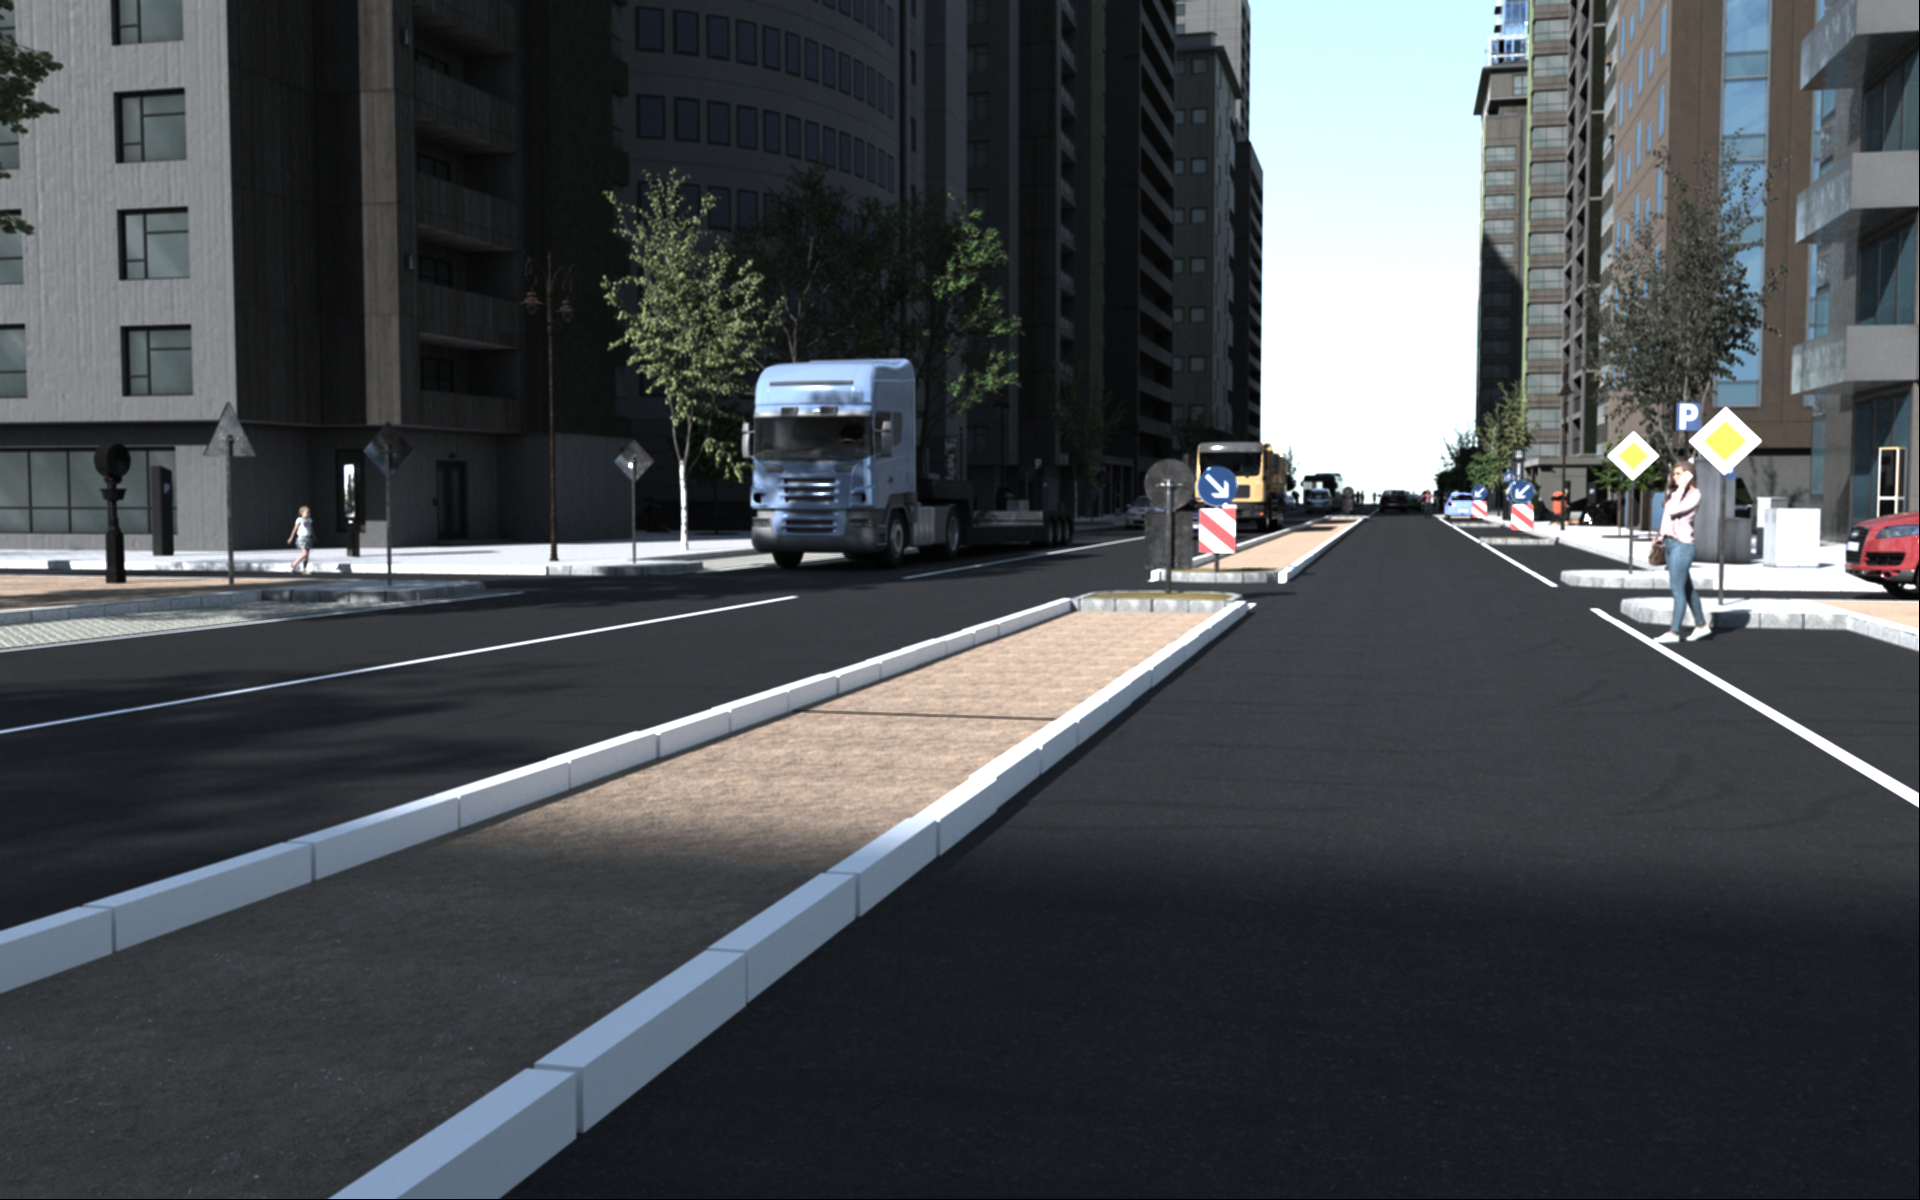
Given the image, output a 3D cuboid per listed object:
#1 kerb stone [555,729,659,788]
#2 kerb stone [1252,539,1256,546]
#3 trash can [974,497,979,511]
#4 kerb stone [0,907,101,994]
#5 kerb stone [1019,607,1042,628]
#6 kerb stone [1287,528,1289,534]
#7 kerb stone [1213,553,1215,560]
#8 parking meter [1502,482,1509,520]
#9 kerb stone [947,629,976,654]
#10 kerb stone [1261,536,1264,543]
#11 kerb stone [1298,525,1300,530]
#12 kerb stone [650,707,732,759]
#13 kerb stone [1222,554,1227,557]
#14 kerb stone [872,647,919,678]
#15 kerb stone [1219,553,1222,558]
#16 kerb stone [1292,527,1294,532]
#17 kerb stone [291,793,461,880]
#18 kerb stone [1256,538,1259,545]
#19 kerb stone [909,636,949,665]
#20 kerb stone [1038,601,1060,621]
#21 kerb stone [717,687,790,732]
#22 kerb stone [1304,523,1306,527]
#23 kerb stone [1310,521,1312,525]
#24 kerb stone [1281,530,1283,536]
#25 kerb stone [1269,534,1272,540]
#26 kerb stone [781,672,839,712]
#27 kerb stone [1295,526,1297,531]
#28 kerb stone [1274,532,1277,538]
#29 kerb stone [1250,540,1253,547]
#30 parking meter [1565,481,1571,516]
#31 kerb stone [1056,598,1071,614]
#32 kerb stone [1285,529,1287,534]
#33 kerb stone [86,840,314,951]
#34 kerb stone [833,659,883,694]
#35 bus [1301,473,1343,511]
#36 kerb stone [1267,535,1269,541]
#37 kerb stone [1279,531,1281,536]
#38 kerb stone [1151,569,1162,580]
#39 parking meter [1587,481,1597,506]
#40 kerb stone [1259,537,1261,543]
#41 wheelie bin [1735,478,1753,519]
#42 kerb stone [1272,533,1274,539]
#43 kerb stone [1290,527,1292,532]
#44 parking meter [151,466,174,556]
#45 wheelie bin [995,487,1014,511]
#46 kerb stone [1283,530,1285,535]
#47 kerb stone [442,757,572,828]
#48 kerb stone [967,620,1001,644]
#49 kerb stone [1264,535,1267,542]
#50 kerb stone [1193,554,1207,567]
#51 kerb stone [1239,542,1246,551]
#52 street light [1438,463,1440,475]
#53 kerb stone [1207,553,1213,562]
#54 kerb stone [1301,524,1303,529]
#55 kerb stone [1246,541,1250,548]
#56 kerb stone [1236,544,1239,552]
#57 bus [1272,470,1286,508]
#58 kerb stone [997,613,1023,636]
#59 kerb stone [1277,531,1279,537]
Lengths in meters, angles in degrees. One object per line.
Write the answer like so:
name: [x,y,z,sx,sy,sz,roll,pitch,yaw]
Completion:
kerb stone: [-1.817,0.816,8.860,0.120,0.150,1.000,1,4,14]
kerb stone: [7.882,-1.525,47.168,0.120,0.150,1.000,1,4,14]
trash can: [0.409,-3.737,72.758,0.748,1.137,0.748,0,3,0]
kerb stone: [-2.805,1.058,4.890,0.120,0.150,1.000,1,4,14]
kerb stone: [0.707,0.208,18.798,0.120,0.150,1.000,1,4,14]
kerb stone: [11.404,-2.377,61.066,0.120,0.150,1.000,1,4,14]
kerb stone: [5.372,-0.917,37.233,0.120,0.150,1.000,1,4,14]
parking meter: [26.704,-4.833,84.733,0.255,1.863,0.399,1,4,9]
kerb stone: [-0.055,0.398,15.824,0.120,0.150,1.000,1,4,14]
kerb stone: [8.636,-1.710,50.152,0.120,0.150,1.000,1,4,14]
kerb stone: [13.160,-2.801,68.034,0.120,0.150,1.000,1,4,14]
kerb stone: [-1.555,0.760,9.853,0.120,0.150,1.000,1,4,14]
kerb stone: [5.877,-1.038,39.220,0.120,0.150,1.000,1,4,14]
kerb stone: [-0.543,0.512,13.828,0.120,0.150,1.000,1,4,14]
kerb stone: [5.620,-0.980,38.225,0.120,0.150,1.000,1,4,14]
kerb stone: [12.154,-2.558,64.047,0.120,0.150,1.000,1,4,14]
kerb stone: [-2.308,0.937,6.875,0.120,0.150,1.000,1,4,14]
kerb stone: [8.137,-1.585,48.165,0.120,0.150,1.000,1,4,14]
kerb stone: [-0.304,0.450,14.832,0.120,0.150,1.000,1,4,14]
kerb stone: [0.956,0.149,19.802,0.120,0.150,1.000,1,4,14]
kerb stone: [-1.306,0.694,10.844,0.120,0.150,1.000,1,4,14]
kerb stone: [14.175,-3.047,72.011,0.120,0.150,1.000,1,4,14]
kerb stone: [15.430,-3.349,76.973,0.120,0.150,1.000,1,4,14]
kerb stone: [10.645,-2.196,58.092,0.120,0.150,1.000,1,4,14]
kerb stone: [9.392,-1.892,53.130,0.120,0.150,1.000,1,4,14]
kerb stone: [-1.058,0.634,11.837,0.120,0.150,1.000,1,4,14]
kerb stone: [12.661,-2.681,66.037,0.120,0.150,1.000,1,4,14]
kerb stone: [9.900,-2.013,55.114,0.120,0.150,1.000,1,4,14]
kerb stone: [7.637,-1.464,46.175,0.120,0.150,1.000,1,4,14]
parking meter: [26.335,-4.253,75.253,0.255,1.863,0.399,2,4,34]
kerb stone: [1.204,0.086,20.794,0.120,0.150,1.000,1,4,14]
kerb stone: [11.148,-2.317,60.077,0.120,0.150,1.000,1,4,14]
kerb stone: [-2.560,0.998,5.882,0.120,0.150,1.000,1,4,14]
kerb stone: [-0.795,0.577,12.836,0.120,0.150,1.000,1,4,14]
bus: [30.837,-9.298,146.881,2.948,3.499,13.247,1,4,16]
kerb stone: [9.142,-1.831,52.139,0.120,0.150,1.000,1,4,14]
kerb stone: [10.397,-2.133,57.100,0.120,0.150,1.000,1,4,14]
kerb stone: [3.364,-0.432,29.282,0.120,0.150,1.000,1,4,14]
parking meter: [27.482,-4.258,75.334,0.399,1.863,0.255,2,4,28]
kerb stone: [8.386,-1.649,49.161,0.120,0.150,1.000,1,4,14]
wheelie bin: [15.056,-1.599,34.046,0.980,1.594,0.693,-1,4,-16]
kerb stone: [9.645,-1.953,54.124,0.120,0.150,1.000,1,4,14]
kerb stone: [11.909,-2.499,63.051,0.120,0.150,1.000,1,4,14]
parking meter: [-16.623,-1.859,36.103,0.255,1.863,0.399,1,4,12]
wheelie bin: [2.077,-4.505,81.566,0.980,1.594,0.693,2,4,25]
kerb stone: [10.894,-2.256,59.083,0.120,0.150,1.000,1,4,14]
kerb stone: [-2.063,0.878,7.868,0.120,0.150,1.000,1,4,14]
kerb stone: [0.201,0.329,16.817,0.120,0.150,1.000,1,4,14]
kerb stone: [8.893,-1.771,51.147,0.120,0.150,1.000,1,4,14]
kerb stone: [4.864,-0.798,35.244,0.120,0.150,1.000,1,4,14]
kerb stone: [7.136,-1.345,44.190,0.120,0.150,1.000,1,4,14]
street light: [70.299,-17.226,254.433,0.468,5.910,1.993,1,4,14]
kerb stone: [5.130,-0.859,36.240,0.120,0.150,1.000,1,4,14]
kerb stone: [13.665,-2.925,70.023,0.120,0.150,1.000,1,4,14]
kerb stone: [7.388,-1.406,45.184,0.120,0.150,1.000,1,4,14]
kerb stone: [6.637,-1.223,42.194,0.120,0.150,1.000,1,4,14]
bus: [24.191,-8.920,137.392,2.896,3.916,12.252,1,4,15]
kerb stone: [0.460,0.268,17.806,0.120,0.150,1.000,1,4,14]
kerb stone: [10.148,-2.074,56.109,0.120,0.150,1.000,1,4,14]
